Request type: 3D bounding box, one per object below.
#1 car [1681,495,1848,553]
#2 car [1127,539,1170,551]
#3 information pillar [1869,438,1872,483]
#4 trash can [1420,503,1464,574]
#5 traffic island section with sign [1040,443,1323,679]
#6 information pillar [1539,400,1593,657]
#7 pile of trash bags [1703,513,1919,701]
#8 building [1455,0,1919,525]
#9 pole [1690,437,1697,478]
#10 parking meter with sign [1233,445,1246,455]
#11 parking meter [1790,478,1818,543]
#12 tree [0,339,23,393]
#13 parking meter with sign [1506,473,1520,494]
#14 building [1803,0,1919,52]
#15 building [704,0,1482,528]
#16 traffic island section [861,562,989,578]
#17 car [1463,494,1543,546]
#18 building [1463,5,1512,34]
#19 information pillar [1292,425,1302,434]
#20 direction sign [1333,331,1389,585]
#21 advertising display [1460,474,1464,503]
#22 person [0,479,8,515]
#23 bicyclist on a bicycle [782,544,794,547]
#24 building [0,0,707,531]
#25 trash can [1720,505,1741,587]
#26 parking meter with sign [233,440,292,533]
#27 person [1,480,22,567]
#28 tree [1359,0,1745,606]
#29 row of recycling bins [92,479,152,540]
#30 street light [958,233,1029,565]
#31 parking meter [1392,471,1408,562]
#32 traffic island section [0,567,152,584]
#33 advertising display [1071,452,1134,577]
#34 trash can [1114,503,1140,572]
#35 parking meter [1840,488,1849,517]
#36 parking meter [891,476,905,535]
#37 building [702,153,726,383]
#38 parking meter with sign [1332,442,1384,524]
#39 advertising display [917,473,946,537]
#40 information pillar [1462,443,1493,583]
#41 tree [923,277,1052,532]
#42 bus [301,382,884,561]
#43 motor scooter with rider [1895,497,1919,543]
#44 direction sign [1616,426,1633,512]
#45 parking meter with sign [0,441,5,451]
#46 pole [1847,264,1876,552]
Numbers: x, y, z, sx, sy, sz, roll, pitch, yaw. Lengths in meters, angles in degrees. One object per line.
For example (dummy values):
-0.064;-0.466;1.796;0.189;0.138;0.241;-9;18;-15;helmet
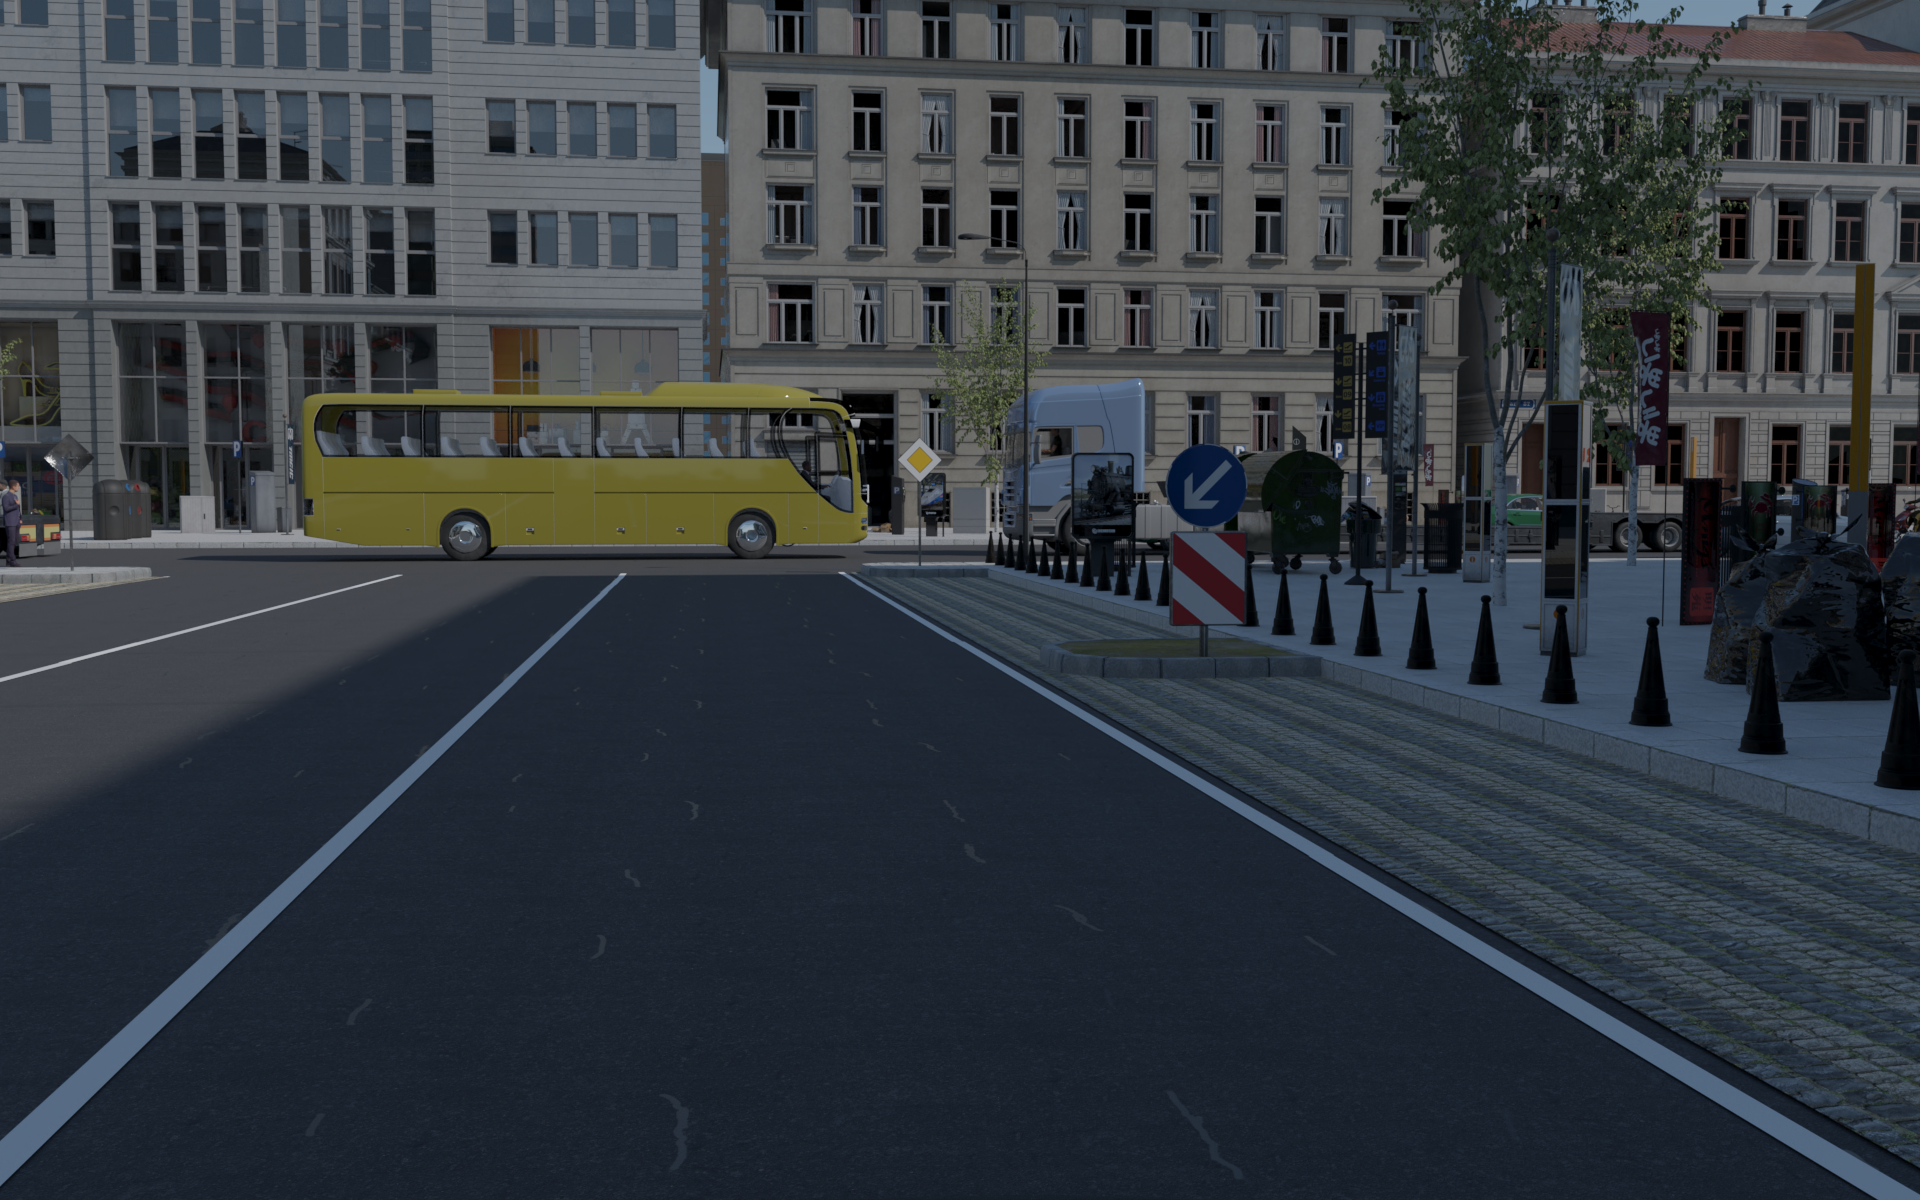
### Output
18.375;-1.618;38.465;4.499;1.417;2.014;-1;4;-9;car
6.700;-2.007;44.609;4.920;1.459;2.131;0;4;-7;car
31.782;-4.259;60.996;0.504;3.616;0.183;2;4;34;information pillar
7.833;-1.005;28.084;0.748;1.137;0.748;0;3;0;trash can
1.720;-0.348;14.320;1.989;1.847;2.006;-1;4;-8;traffic island section with sign
4.806;-0.566;13.740;0.304;2.012;0.304;2;4;33;information pillar
6.646;-0.079;11.043;3.447;1.369;1.912;1;4;21;pile of trash bags
30.219;-14.555;74.127;21.152;22.565;11.583;-1;4;-8;building
26.234;-4.169;62.014;0.158;3.312;0.155;0;3;0;pole
9.494;-4.057;62.600;0.543;3.016;1.738;-3;4;-36;parking meter with sign
13.605;-1.194;27.928;0.372;1.533;0.369;0;3;0;parking meter
-30.972;-6.226;52.160;4.737;8.622;4.395;0;3;0;tree
20.310;-4.148;64.073;1.738;3.016;0.543;2;4;27;parking meter with sign
52.138;-17.807;78.541;23.554;28.519;14.401;-1;4;-8;building
4.502;-14.664;73.043;30.059;22.955;16.112;-1;4;-8;building
-0.698;-0.530;30.951;2.009;0.180;2.903;-1;4;-8;traffic island section
16.216;-2.270;48.909;4.920;1.459;2.131;-1;4;-10;car
37.159;-33.654;169.854;30.456;49.044;23.786;-1;4;-8;building
11.526;-4.137;58.994;0.504;3.616;0.183;0;4;6;information pillar
5.631;-1.982;24.410;0.379;3.537;0.876;-3;5;-44;direction sign
16.569;-3.085;55.647;0.974;1.923;0.123;2;4;33;advertising display
-24.249;-2.149;43.814;0.466;1.800;0.511;-3;5;-45;person
-5.195;-2.266;47.076;1.625;1.676;1.499;0;4;-8;bicyclist on a bicycle
-24.669;-17.611;65.438;29.804;29.767;11.434;-1;4;-8;building
9.547;-0.611;21.641;0.748;1.137;0.748;0;3;0;trash can
-22.968;-3.721;57.101;0.543;3.016;1.738;3;5;41;parking meter with sign
-18.711;-1.516;34.205;0.530;1.710;0.541;0;4;7;person
6.273;-4.225;19.444;4.737;8.622;4.395;0;3;0;tree
-23.983;-2.593;49.514;1.069;1.692;3.534;-1;4;-12;row of recycling bins
0.652;-3.577;31.020;1.470;5.913;1.316;-1;4;-8;street light
8.282;-1.649;32.665;0.255;1.863;0.399;1;4;9;parking meter
-14.842;-0.406;28.911;2.009;0.180;2.903;-1;4;-8;traffic island section
2.206;-1.324;26.862;0.974;1.923;0.123;0;4;-4;advertising display
2.629;-1.052;28.858;0.748;1.137;0.748;0;3;0;trash can
32.933;-3.422;64.368;0.372;1.533;0.369;0;3;0;parking meter
-1.936;-2.982;54.460;0.399;1.863;0.255;1;4;16;parking meter
-33.393;-35.247;226.397;14.200;45.320;14.600;-1;4;-8;building
13.364;-3.774;57.971;1.738;3.016;0.543;3;5;41;parking meter with sign
-0.854;-2.873;52.189;0.974;1.923;0.123;2;4;33;advertising display
7.503;-1.260;25.100;0.304;2.012;0.304;3;5;41;information pillar
0.999;-6.580;57.945;4.737;8.622;4.395;0;3;0;tree
-7.939;-2.865;38.395;12.252;3.916;2.896;-1;4;-10;bus
27.842;-2.533;50.383;1.986;1.779;0.876;-1;4;-9;motor scooter with rider
22.084;-4.012;57.585;0.379;3.537;0.876;-1;4;-13;direction sign
-31.437;-3.662;56.130;0.543;3.016;1.738;-1;4;-15;parking meter with sign
8.048;-1.324;15.488;0.158;3.312;0.155;0;3;0;pole
